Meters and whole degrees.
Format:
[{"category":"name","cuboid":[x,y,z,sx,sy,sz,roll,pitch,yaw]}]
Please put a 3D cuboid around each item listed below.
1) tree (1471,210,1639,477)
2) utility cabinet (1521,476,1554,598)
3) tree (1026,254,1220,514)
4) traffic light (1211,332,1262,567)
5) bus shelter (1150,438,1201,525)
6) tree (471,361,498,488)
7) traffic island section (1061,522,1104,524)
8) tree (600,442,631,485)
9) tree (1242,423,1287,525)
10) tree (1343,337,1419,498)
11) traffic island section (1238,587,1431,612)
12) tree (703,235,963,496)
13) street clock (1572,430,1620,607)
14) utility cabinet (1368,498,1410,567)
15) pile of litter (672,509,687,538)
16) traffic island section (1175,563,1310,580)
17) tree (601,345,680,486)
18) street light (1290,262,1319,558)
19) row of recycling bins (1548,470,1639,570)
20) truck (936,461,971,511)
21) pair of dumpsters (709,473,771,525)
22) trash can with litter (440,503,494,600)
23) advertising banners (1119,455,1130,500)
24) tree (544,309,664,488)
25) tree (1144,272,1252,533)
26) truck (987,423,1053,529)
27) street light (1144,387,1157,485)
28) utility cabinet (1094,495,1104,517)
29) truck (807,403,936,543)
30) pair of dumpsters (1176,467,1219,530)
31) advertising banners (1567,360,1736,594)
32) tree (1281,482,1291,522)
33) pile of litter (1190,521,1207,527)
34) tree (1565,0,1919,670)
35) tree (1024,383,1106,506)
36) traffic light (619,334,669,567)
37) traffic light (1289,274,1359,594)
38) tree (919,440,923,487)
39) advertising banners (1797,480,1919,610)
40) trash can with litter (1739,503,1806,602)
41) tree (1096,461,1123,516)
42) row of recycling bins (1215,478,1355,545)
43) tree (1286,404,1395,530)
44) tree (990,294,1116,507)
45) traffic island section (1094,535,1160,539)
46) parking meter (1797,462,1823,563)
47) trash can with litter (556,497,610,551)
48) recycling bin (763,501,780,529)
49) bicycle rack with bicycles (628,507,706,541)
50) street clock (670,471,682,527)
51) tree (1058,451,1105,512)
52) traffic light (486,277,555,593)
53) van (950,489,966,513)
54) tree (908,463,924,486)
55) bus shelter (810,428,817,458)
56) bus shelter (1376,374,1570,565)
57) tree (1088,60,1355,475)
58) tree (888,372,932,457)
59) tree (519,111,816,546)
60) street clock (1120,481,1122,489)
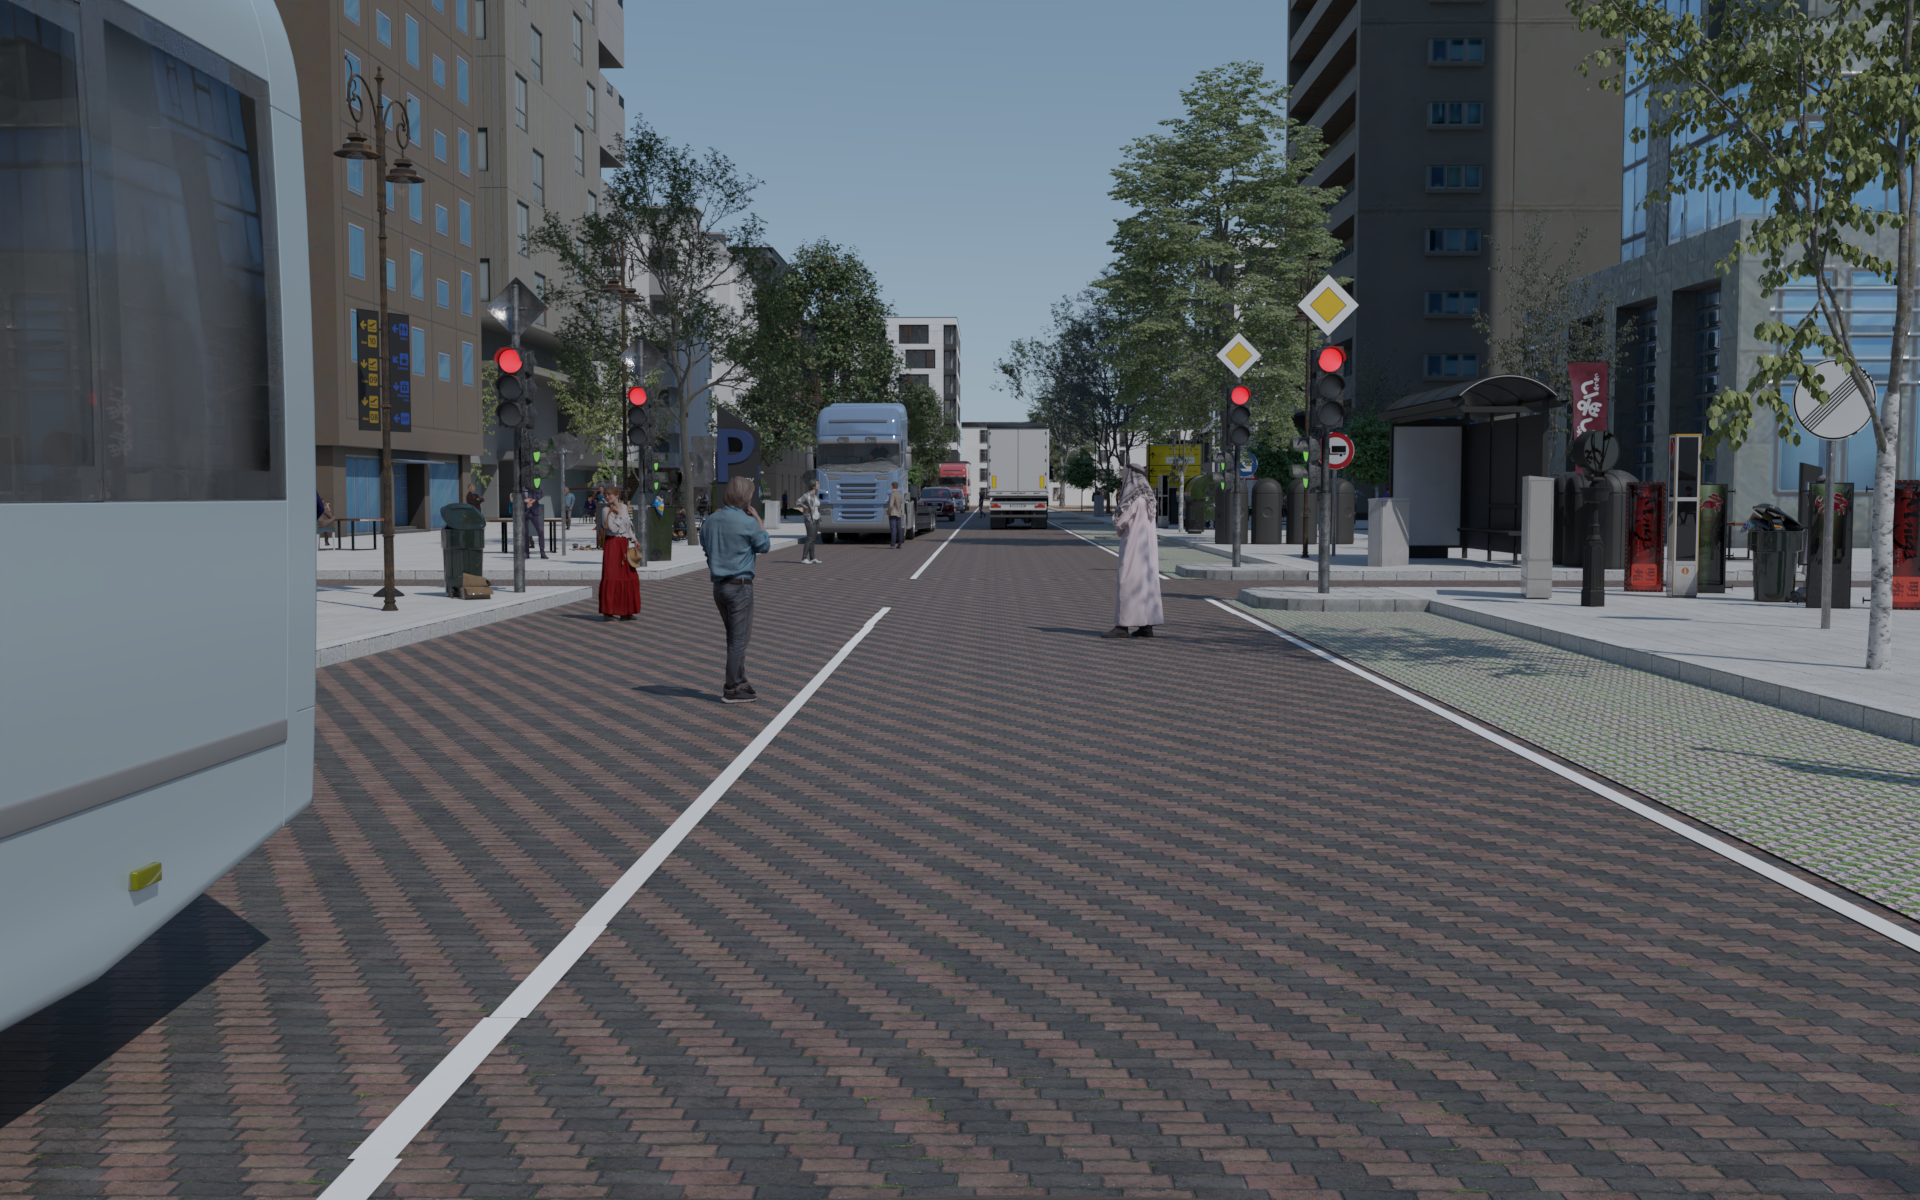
[{"category":"tree","cuboid":[15.254,-5.769,44.680,4.360,8.622,3.978,0,3,0]},{"category":"utility cabinet","cuboid":[7.198,-0.789,21.575,0.318,1.500,1.173,1,4,15]},{"category":"tree","cuboid":[8.564,-10.960,89.563,12.009,13.543,11.850,0,3,0]},{"category":"traffic light","cuboid":[4.827,-2.528,30.252,0.839,4.253,0.868,0,4,1]},{"category":"bus shelter","cuboid":[9.207,-5.087,74.449,1.731,3.624,6.357,0,4,1]},{"category":"tree","cuboid":[-19.951,-7.197,68.036,4.737,8.622,4.395,0,3,0]},{"category":"traffic island section","cuboid":[5.821,-3.648,82.504,1.991,0.108,1.994,0,4,1]},{"category":"tree","cuboid":[-21.062,-7.304,103.131,4.285,4.588,4.351,0,3,0]},{"category":"tree","cuboid":[13.340,-5.413,72.220,4.285,4.588,4.351,0,3,0]},{"category":"tree","cuboid":[19.503,-7.968,80.636,4.360,8.622,3.978,0,3,0]},{"category":"traffic island section","cuboid":[4.721,-0.006,22.382,2.009,0.180,2.903,0,4,1]},{"category":"tree","cuboid":[-6.132,-9.774,76.819,9.611,12.733,9.660,0,3,0]},{"category":"street clock","cuboid":[7.221,-0.926,19.709,0.471,2.002,0.358,-1,4,-15]},{"category":"utility cabinet","cuboid":[7.641,-1.207,30.893,0.306,1.237,1.020,3,5,42]},{"category":"pile of litter","cuboid":[-8.421,-2.244,50.662,1.176,0.858,1.719,0,4,8]},{"category":"traffic island section","cuboid":[4.866,-0.494,30.366,2.009,0.180,2.903,0,4,1]},{"category":"tree","cuboid":[-15.040,-8.049,81.961,4.360,8.622,3.978,0,3,0]},{"category":"street light","cuboid":[6.946,-3.785,34.668,0.468,5.910,1.993,0,4,1]},{"category":"row of recycling bins","cuboid":[11.213,-1.462,31.016,1.069,1.692,3.534,0,4,2]},{"category":"truck","cuboid":[-0.445,-9.770,148.658,2.839,4.237,11.283,0,4,2]},{"category":"pair of dumpsters","cuboid":[-8.152,-3.794,64.526,1.574,2.255,4.437,0,4,1]},{"category":"trash can with litter","cuboid":[-6.023,-0.613,21.411,0.624,1.170,1.055,-2,4,-33]},{"category":"advertising banners","cuboid":[7.415,-5.009,78.084,0.090,3.025,2.074,0,4,-7]},{"category":"tree","cuboid":[-13.695,-7.151,67.276,4.737,8.622,4.395,0,3,0]},{"category":"tree","cuboid":[7.588,-6.562,57.653,4.360,8.622,3.978,0,3,0]},{"category":"truck","cuboid":[2.563,-5.196,73.864,2.839,4.237,11.283,0,4,3]},{"category":"street light","cuboid":[7.582,-5.909,69.407,0.468,5.910,1.993,0,4,1]},{"category":"utility cabinet","cuboid":[7.831,-5.292,97.692,0.306,1.237,1.020,1,4,23]},{"category":"truck","cuboid":[-2.507,-4.125,57.205,2.967,4.110,18.799,0,4,2]},{"category":"pair of dumpsters","cuboid":[8.984,-3.747,63.762,1.574,2.255,4.437,0,4,1]},{"category":"advertising banners","cuboid":[8.970,-1.613,22.557,2.074,3.025,0.090,1,4,20]},{"category":"tree","cuboid":[15.113,-5.230,80.109,1.663,3.219,1.824,0,3,0]},{"category":"pile of litter","cuboid":[9.236,-3.271,67.449,1.176,0.858,1.719,3,4,38]},{"category":"tree","cuboid":[6.586,-3.808,12.624,4.737,8.622,4.395,0,3,0]},{"category":"tree","cuboid":[10.647,-16.778,180.978,9.857,13.997,8.962,0,3,0]},{"category":"traffic light","cuboid":[-5.573,-2.538,30.425,0.839,4.253,0.868,0,4,1]},{"category":"traffic light","cuboid":[4.681,-2.040,22.269,0.839,4.253,0.868,0,4,1]},{"category":"tree","cuboid":[-4.529,-14.186,182.306,4.360,8.622,3.978,0,3,0]},{"category":"advertising banners","cuboid":[10.411,-1.401,19.088,2.074,3.025,0.090,1,4,18]},{"category":"trash can with litter","cuboid":[9.943,-0.570,20.710,1.055,1.170,0.624,0,4,-7]},{"category":"tree","cuboid":[8.699,-6.490,100.710,1.663,3.219,1.824,0,3,0]},{"category":"row of recycling bins","cuboid":[8.302,-2.271,44.242,3.534,1.692,1.069,0,4,-2]},{"category":"tree","cuboid":[14.940,-4.815,62.444,4.285,4.588,4.351,0,3,0]},{"category":"tree","cuboid":[9.146,-19.036,167.131,12.611,20.169,13.585,0,3,0]},{"category":"traffic island section","cuboid":[5.329,-2.000,55.564,1.991,0.108,1.994,0,4,1]},{"category":"parking meter","cuboid":[15.655,-1.600,31.875,0.399,1.863,0.255,1,4,16]},{"category":"trash can with litter","cuboid":[-8.352,-1.758,39.804,2.233,1.210,1.678,3,4,36]},{"category":"recycling bin","cuboid":[-6.961,-3.094,63.138,0.722,1.027,0.722,0,4,3]},{"category":"bicycle rack with bicycles","cuboid":[-8.203,-2.097,47.676,2.925,0.926,2.852,0,4,3]},{"category":"street clock","cuboid":[-8.724,-2.979,53.278,0.358,2.002,0.471,1,4,12]},{"category":"tree","cuboid":[8.923,-8.691,125.811,4.285,4.588,4.351,0,3,0]},{"category":"traffic light","cuboid":[-5.718,-2.050,22.441,0.839,4.253,0.868,0,4,1]},{"category":"van","cuboid":[-0.505,-7.560,130.619,2.013,2.044,4.112,0,4,3]},{"category":"tree","cuboid":[-5.014,-10.613,157.234,4.285,4.588,4.351,0,3,0]},{"category":"bus shelter","cuboid":[-6.567,-6.991,91.937,2.179,5.291,8.768,0,4,1]},{"category":"bus shelter","cuboid":[9.296,-2.327,31.978,2.014,3.302,5.546,0,4,1]},{"category":"tree","cuboid":[6.869,-7.825,46.073,7.486,12.596,7.792,0,3,0]},{"category":"tree","cuboid":[-5.161,-11.307,119.277,7.601,10.594,8.767,-3,5,-39]},{"category":"tree","cuboid":[-6.998,-6.638,42.940,7.601,10.594,8.767,0,4,3]},{"category":"street clock","cuboid":[9.218,-5.724,98.160,0.358,2.002,0.471,1,4,11]}]
